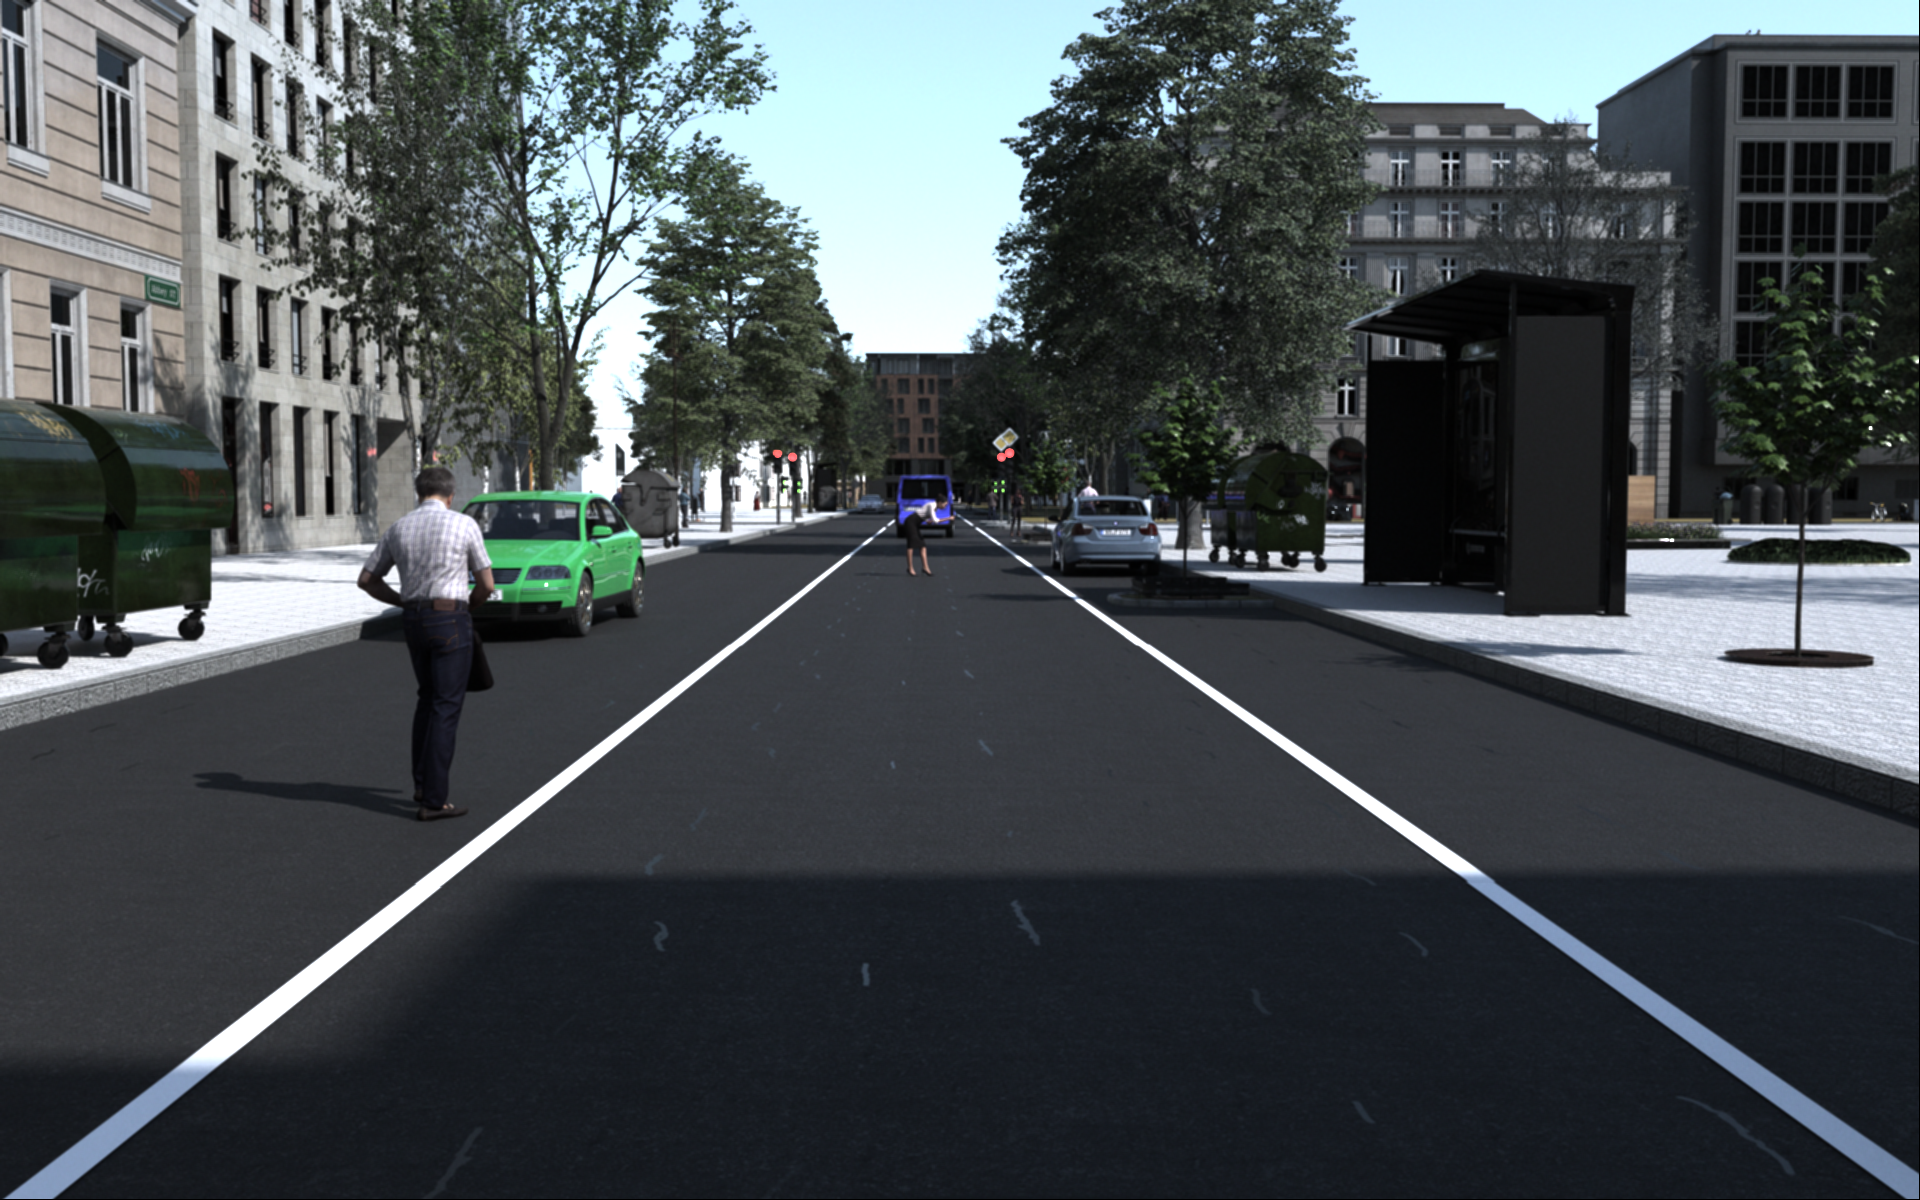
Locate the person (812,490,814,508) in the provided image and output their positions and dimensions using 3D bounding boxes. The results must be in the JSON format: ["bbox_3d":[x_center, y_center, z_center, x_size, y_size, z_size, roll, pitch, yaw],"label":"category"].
[{"bbox_3d":[-13.470,-9.422,160.924,1.217,1.723,0.721,-3,5,-39],"label":"person"}]

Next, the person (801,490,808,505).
[{"bbox_3d":[-17.690,-11.671,197.583,1.217,1.735,0.721,0,4,-6],"label":"person"}]

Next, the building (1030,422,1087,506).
[{"bbox_3d":[13.659,-16.373,209.852,9.099,9.664,28.070,0,4,-1],"label":"building"}]

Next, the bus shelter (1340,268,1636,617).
[{"bbox_3d":[6.208,-1.829,21.193,1.731,3.624,6.357,0,4,-1],"label":"bus shelter"}]

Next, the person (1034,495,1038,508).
[{"bbox_3d":[7.218,-9.635,164.255,1.217,1.739,0.721,0,4,-1],"label":"person"}]

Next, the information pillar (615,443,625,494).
[{"bbox_3d":[-15.572,-5.384,79.383,0.183,3.616,0.504,3,5,42],"label":"information pillar"}]

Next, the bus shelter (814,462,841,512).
[{"bbox_3d":[-9.902,-8.475,129.841,1.731,3.624,6.357,0,4,-1],"label":"bus shelter"}]

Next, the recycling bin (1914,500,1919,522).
[{"bbox_3d":[44.705,-4.144,80.307,0.722,1.027,0.722,3,5,39],"label":"recycling bin"}]

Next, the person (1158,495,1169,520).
[{"bbox_3d":[9.997,-4.672,85.124,0.574,1.496,0.600,1,4,9],"label":"person"}]

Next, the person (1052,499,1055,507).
[{"bbox_3d":[9.255,-10.072,171.445,0.721,1.736,1.217,1,4,9],"label":"person"}]

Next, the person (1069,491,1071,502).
[{"bbox_3d":[8.148,-7.527,129.914,0.445,1.727,0.742,-1,4,-17],"label":"person"}]

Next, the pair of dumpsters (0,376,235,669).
[{"bbox_3d":[-7.091,-0.646,13.056,1.574,2.255,4.436,0,4,-1],"label":"pair of dumpsters"}]

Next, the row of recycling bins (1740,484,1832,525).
[{"bbox_3d":[34.681,-4.012,72.711,3.534,1.692,1.069,1,4,11],"label":"row of recycling bins"}]

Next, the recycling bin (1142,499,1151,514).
[{"bbox_3d":[8.497,-4.208,81.358,0.722,1.027,0.722,2,4,31],"label":"recycling bin"}]

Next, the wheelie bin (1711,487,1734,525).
[{"bbox_3d":[31.938,-3.952,72.531,0.693,1.594,0.980,-2,4,-25],"label":"wheelie bin"}]

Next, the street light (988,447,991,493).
[{"bbox_3d":[2.628,-11.139,154.913,0.468,5.910,1.993,0,4,-1],"label":"street light"}]

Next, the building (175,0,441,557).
[{"bbox_3d":[-20.504,-11.494,42.682,10.420,20.320,16.860,0,4,-1],"label":"building"}]

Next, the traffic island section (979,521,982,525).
[{"bbox_3d":[1.924,-3.543,80.206,2.009,0.180,2.903,0,4,-1],"label":"traffic island section"}]

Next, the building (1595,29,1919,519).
[{"bbox_3d":[49.360,-18.452,95.201,24.014,27.812,14.314,0,4,-1],"label":"building"}]

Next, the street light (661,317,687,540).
[{"bbox_3d":[-7.454,-4.439,45.367,0.468,5.910,1.993,0,4,-1],"label":"street light"}]

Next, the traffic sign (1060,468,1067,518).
[{"bbox_3d":[4.643,-4.866,79.665,0.768,2.556,0.104,0,4,6],"label":"traffic sign"}]

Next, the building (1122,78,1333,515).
[{"bbox_3d":[18.952,-20.248,118.442,14.401,28.519,23.554,0,4,-1],"label":"building"}]

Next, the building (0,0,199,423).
[{"bbox_3d":[-21.321,-14.560,23.953,13.634,28.700,20.117,0,4,-1],"label":"building"}]

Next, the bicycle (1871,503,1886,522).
[{"bbox_3d":[42.926,-4.138,80.882,0.635,0.972,1.543,0,4,5],"label":"bicycle"}]

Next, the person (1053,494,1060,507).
[{"bbox_3d":[9.194,-9.863,167.396,1.348,1.812,0.705,-1,4,-13],"label":"person"}]

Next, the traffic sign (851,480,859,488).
[{"bbox_3d":[-9.334,-9.409,153.946,0.768,2.556,0.104,0,4,3],"label":"traffic sign"}]

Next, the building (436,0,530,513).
[{"bbox_3d":[-25.869,-14.663,57.760,19.932,24.808,12.078,0,4,-1],"label":"building"}]

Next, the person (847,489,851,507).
[{"bbox_3d":[-10.842,-9.912,168.817,0.721,1.736,1.217,-1,4,-15],"label":"person"}]

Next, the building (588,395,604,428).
[{"bbox_3d":[-69.484,-23.684,253.695,31.486,18.905,16.747,0,4,-1],"label":"building"}]

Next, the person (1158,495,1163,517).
[{"bbox_3d":[11.544,-5.607,98.539,0.655,1.722,0.431,-2,4,-24],"label":"person"}]

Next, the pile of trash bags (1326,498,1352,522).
[{"bbox_3d":[16.510,-4.371,81.213,3.447,1.369,1.912,-1,4,-10],"label":"pile of trash bags"}]

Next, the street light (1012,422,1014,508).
[{"bbox_3d":[3.332,-8.299,108.472,0.468,5.910,1.993,0,4,-1],"label":"street light"}]

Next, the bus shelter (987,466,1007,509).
[{"bbox_3d":[3.316,-9.742,150.557,1.731,3.624,6.357,0,4,-1],"label":"bus shelter"}]

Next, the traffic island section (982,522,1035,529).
[{"bbox_3d":[2.071,-3.055,72.223,2.009,0.180,2.903,0,4,-1],"label":"traffic island section"}]

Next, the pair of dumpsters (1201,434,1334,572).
[{"bbox_3d":[5.345,-1.707,30.400,1.574,2.255,4.436,0,4,-1],"label":"pair of dumpsters"}]

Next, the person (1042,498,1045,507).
[{"bbox_3d":[8.623,-10.441,176.711,1.348,1.831,0.705,-3,5,-43],"label":"person"}]

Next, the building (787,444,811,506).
[{"bbox_3d":[-22.953,-15.683,198.565,9.099,9.664,28.070,0,4,-1],"label":"building"}]

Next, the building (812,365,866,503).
[{"bbox_3d":[-19.522,-24.383,255.084,11.380,20.091,16.016,0,4,-1],"label":"building"}]

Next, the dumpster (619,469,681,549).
[{"bbox_3d":[-7.407,-2.179,41.381,1.264,1.857,1.865,0,4,-1],"label":"dumpster"}]

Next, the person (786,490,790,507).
[{"bbox_3d":[-17.460,-10.419,177.110,0.721,1.743,1.217,0,4,3],"label":"person"}]

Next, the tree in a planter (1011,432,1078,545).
[{"bbox_3d":[2.470,-3.209,49.692,1.991,3.239,1.994,0,4,-1],"label":"tree in a planter"}]

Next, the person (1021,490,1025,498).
[{"bbox_3d":[7.244,-11.969,202.270,0.617,1.759,0.750,1,4,16],"label":"person"}]

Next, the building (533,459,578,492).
[{"bbox_3d":[-60.965,-16.919,218.768,28.070,9.664,9.099,0,4,-1],"label":"building"}]

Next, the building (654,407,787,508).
[{"bbox_3d":[-22.875,-13.895,169.338,9.099,9.664,28.070,0,4,-1],"label":"building"}]

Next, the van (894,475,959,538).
[{"bbox_3d":[-1.146,-3.300,58.336,2.240,2.365,5.245,0,3,0],"label":"van"}]

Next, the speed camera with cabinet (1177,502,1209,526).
[{"bbox_3d":[9.594,-4.689,71.008,0.660,3.252,2.038,-1,4,-20],"label":"speed camera with cabinet"}]

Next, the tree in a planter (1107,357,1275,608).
[{"bbox_3d":[2.971,-1.562,22.753,1.991,3.239,1.994,0,4,-1],"label":"tree in a planter"}]

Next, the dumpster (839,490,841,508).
[{"bbox_3d":[-11.236,-9.037,153.517,1.264,1.857,1.865,0,4,-1],"label":"dumpster"}]

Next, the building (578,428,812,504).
[{"bbox_3d":[-32.887,-16.908,218.590,28.070,9.664,9.099,0,4,-1],"label":"building"}]

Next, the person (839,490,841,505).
[{"bbox_3d":[-14.469,-12.466,209.872,0.705,1.822,1.348,-2,4,-25],"label":"person"}]

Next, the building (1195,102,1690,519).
[{"bbox_3d":[24.895,-15.446,94.348,24.055,21.916,13.314,0,4,-1],"label":"building"}]

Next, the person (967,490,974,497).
[{"bbox_3d":[1.350,-13.623,228.877,0.705,1.812,1.348,-3,4,-37],"label":"person"}]

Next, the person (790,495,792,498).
[{"bbox_3d":[-16.185,-10.068,170.664,1.348,1.822,0.705,2,4,34],"label":"person"}]

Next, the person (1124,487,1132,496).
[{"bbox_3d":[10.980,-6.519,113.325,0.504,1.737,0.576,-2,4,-29],"label":"person"}]

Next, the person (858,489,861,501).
[{"bbox_3d":[-10.898,-11.121,188.012,0.705,1.807,1.348,0,4,7],"label":"person"}]

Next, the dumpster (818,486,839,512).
[{"bbox_3d":[-9.523,-7.229,123.956,1.264,1.857,1.865,0,4,-1],"label":"dumpster"}]

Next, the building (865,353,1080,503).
[{"bbox_3d":[2.380,-25.520,261.228,32.646,21.610,27.936,0,4,-1],"label":"building"}]

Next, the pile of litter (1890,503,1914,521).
[{"bbox_3d":[44.745,-4.158,81.951,1.176,0.858,1.719,-1,4,-22],"label":"pile of litter"}]

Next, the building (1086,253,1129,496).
[{"bbox_3d":[17.165,-21.130,142.734,12.463,27.353,25.104,0,4,-1],"label":"building"}]
